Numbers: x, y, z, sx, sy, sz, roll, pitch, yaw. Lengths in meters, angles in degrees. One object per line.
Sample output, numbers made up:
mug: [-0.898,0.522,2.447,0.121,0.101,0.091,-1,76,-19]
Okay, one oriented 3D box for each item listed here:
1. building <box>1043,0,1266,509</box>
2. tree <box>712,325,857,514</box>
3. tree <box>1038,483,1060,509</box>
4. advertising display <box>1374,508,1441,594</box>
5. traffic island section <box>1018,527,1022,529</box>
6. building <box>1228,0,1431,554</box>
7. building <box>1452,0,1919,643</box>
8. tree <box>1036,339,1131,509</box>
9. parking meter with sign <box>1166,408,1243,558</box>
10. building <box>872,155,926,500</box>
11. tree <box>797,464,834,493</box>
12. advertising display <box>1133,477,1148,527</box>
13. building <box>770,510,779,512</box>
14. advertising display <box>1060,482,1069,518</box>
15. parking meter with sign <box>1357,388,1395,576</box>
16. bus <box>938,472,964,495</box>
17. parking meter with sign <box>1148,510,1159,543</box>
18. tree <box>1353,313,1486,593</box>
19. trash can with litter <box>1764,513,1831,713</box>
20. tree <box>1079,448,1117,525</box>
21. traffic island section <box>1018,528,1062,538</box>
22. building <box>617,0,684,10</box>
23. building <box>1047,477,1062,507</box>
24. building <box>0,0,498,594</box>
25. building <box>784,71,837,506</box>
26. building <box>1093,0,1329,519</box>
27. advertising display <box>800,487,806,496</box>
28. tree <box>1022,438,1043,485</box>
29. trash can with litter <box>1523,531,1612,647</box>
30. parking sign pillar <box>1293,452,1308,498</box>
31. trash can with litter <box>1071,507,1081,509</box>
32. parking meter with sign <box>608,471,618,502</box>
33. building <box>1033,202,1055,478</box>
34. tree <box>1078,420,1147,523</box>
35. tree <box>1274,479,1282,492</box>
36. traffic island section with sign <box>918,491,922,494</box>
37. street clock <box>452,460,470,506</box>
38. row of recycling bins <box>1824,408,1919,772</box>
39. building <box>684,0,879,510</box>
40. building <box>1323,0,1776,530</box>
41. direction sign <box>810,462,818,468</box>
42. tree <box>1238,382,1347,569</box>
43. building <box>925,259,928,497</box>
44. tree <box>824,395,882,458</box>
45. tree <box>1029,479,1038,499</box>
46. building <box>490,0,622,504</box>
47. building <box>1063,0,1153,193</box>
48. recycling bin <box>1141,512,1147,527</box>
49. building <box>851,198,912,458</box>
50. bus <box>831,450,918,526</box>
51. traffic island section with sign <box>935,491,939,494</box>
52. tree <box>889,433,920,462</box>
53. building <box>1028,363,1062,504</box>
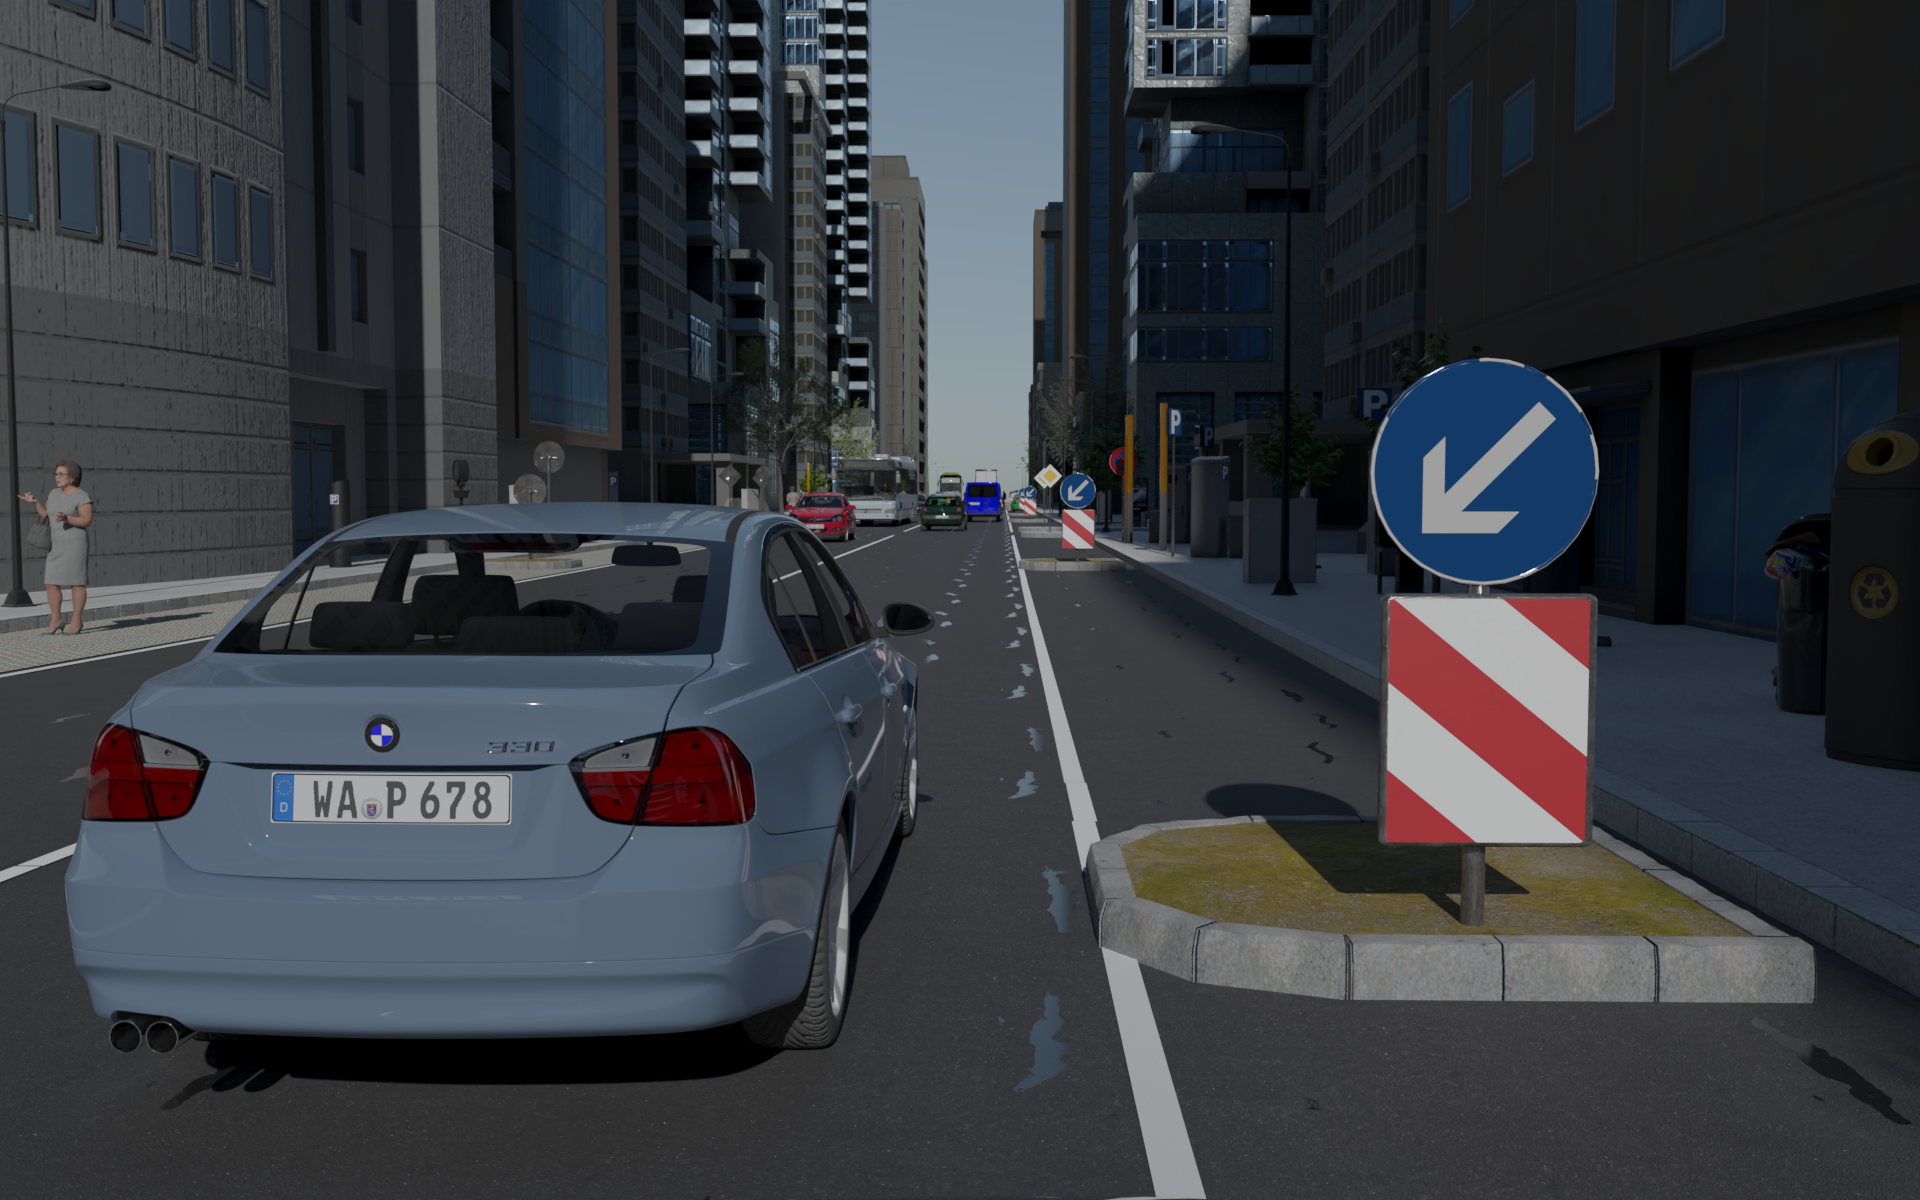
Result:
building: [21.201,-54.182,198.541,22.319,86.520,31.000,0,4,1]
tree: [-9.695,-9.807,94.765,8.767,10.594,7.601,0,4,4]
tree: [8.215,-9.835,155.397,1.663,3.219,1.824,0,3,0]
advertising display: [5.805,-1.046,22.324,0.974,1.923,0.123,-1,4,-16]
traffic island section: [3.245,-2.689,66.254,2.009,0.180,2.903,0,4,1]
building: [22.836,-21.529,43.885,32.217,40.220,23.993,0,4,1]
building: [13.525,-22.434,16.902,14.600,45.320,14.200,0,4,1]
tree: [6.015,-8.063,82.192,4.360,8.622,3.978,0,3,0]
parking meter with sign: [5.049,-2.367,34.969,1.738,3.016,0.543,2,4,34]
building: [-16.123,-38.365,250.964,21.300,48.544,21.600,0,4,1]
tree: [-9.125,-7.083,110.407,1.663,3.219,1.824,0,3,0]
advertising display: [6.837,-3.787,67.139,0.974,1.923,0.123,2,4,33]
building: [-23.148,-48.944,112.910,22.319,86.520,31.000,0,4,1]
advertising display: [5.654,-5.410,93.672,0.123,1.923,0.974,-1,4,-23]
parking meter with sign: [6.776,-1.922,27.684,0.543,3.016,1.738,0,4,2]
bus: [-1.053,-12.572,197.096,2.896,3.916,12.252,0,4,0]
parking meter with sign: [5.705,-2.979,44.967,1.738,3.016,0.543,3,5,40]
tree: [5.148,-1.469,18.618,1.663,3.219,1.824,0,3,0]
trash can with litter: [5.091,0.059,10.428,0.624,1.170,1.055,1,4,15]
tree: [5.842,-4.788,72.887,1.663,3.219,1.824,0,3,0]
traffic island section: [3.051,-2.201,58.271,2.009,0.180,2.903,0,4,1]
building: [-25.731,-23.641,78.406,32.217,40.220,23.993,0,4,1]
building: [25.020,-29.390,172.408,32.217,40.220,23.993,0,4,1]
building: [-21.838,-29.592,25.828,21.231,58.520,28.212,0,4,1]
building: [-24.679,-28.237,153.562,32.217,40.220,23.993,0,4,1]
building: [18.554,-48.245,101.480,22.319,86.520,31.000,0,4,1]
advertising display: [-11.133,-7.339,125.214,0.974,1.923,0.123,2,4,24]
tree: [9.858,-16.758,224.355,4.737,8.622,4.395,0,3,0]
trash can with litter: [4.602,-0.219,14.638,2.233,1.210,1.678,-1,4,-17]
parking sign pillar: [13.161,-4.727,65.764,1.447,3.967,1.447,-1,4,-19]
trash can with litter: [5.806,-4.783,89.593,0.624,1.170,1.055,-3,4,-36]
parking meter with sign: [-11.923,-3.807,58.503,1.738,3.016,0.543,3,5,43]
building: [18.140,-37.559,264.195,14.600,45.320,14.200,0,4,1]
tree: [6.702,-5.693,76.797,4.285,4.588,4.351,0,3,0]
tree: [16.378,-6.148,84.232,4.285,4.588,4.351,0,3,0]
traffic island section with sign: [-4.506,-11.279,193.032,1.989,1.847,2.006,0,4,1]
street clock: [-10.573,-1.967,36.725,0.358,2.002,0.471,-2,4,-34]
row of recycling bins: [4.581,0.009,6.966,1.069,1.692,3.534,0,4,5]
building: [-19.260,-53.030,179.708,22.319,86.520,31.000,0,4,1]
building: [23.788,-25.844,72.657,14.200,45.320,14.600,0,4,1]
direction sign: [-10.418,-8.013,123.004,0.876,3.537,0.379,3,4,39]
tree: [5.877,-2.161,29.936,1.663,3.219,1.824,0,3,0]
building: [-12.705,-37.294,293.348,14.154,41.232,14.086,0,4,1]
tree: [-8.190,-10.973,129.776,4.737,8.622,4.395,0,3,0]
tree: [8.503,-12.067,191.894,1.663,3.219,1.824,0,3,0]
building: [-18.281,-24.366,48.500,14.200,45.320,14.600,0,4,1]
building: [15.073,-29.557,133.374,14.600,45.320,14.200,0,4,1]
recycling bin: [6.950,-3.423,68.520,0.722,1.027,0.722,2,4,29]
building: [-13.785,-33.596,232.887,14.154,41.232,14.086,0,4,1]
bus: [-3.742,-5.211,80.064,2.948,3.499,13.247,0,4,3]
traffic island section with sign: [-2.496,-16.350,275.944,1.989,1.847,2.006,0,4,1]
tree: [-6.659,-15.389,201.971,4.360,8.622,3.978,0,3,0]
building: [25.317,-26.986,286.263,27.650,21.520,28.899,0,4,1]
